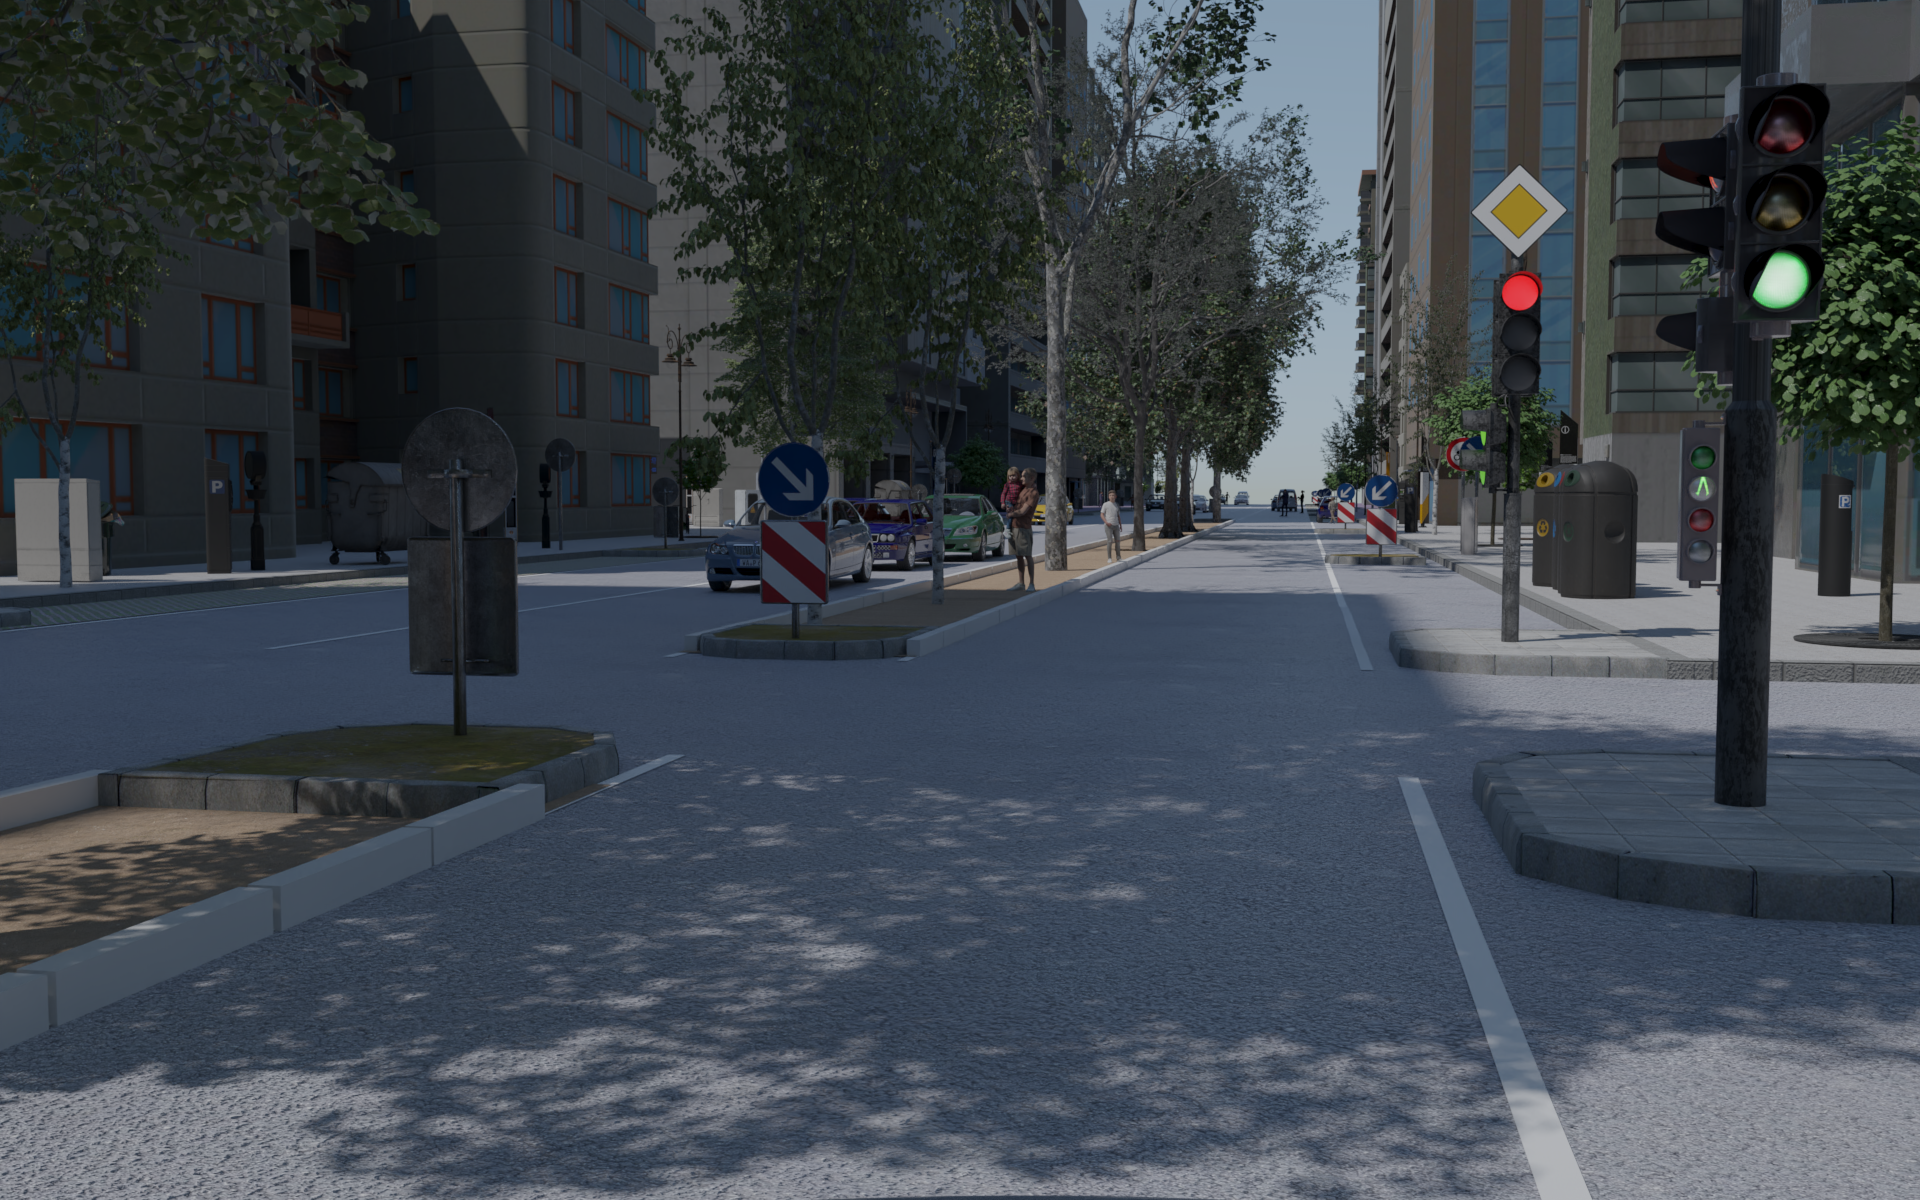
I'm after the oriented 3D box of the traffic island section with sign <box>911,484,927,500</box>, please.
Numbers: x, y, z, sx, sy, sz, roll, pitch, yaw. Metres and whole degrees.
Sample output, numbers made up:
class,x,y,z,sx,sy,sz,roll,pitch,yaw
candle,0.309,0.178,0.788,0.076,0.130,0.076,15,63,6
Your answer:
class,x,y,z,sx,sy,sz,roll,pitch,yaw
traffic island section with sign,-1.645,-3.578,67.126,1.989,1.847,2.006,1,4,11

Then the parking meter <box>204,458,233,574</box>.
class,x,y,z,sx,sy,sz,roll,pitch,yaw
parking meter,-11.922,-1.356,27.886,0.399,1.863,0.255,-1,4,-17

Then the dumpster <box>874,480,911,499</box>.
class,x,y,z,sx,sy,sz,roll,pitch,yaw
dumpster,-2.833,-4.064,72.199,1.264,1.857,1.865,1,4,11

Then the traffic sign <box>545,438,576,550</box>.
class,x,y,z,sx,sy,sz,roll,pitch,yaw
traffic sign,-9.117,-2.408,39.485,0.768,2.556,0.104,1,4,14

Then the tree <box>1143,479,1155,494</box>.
class,x,y,z,sx,sy,sz,roll,pitch,yaw
tree,19.269,-11.618,184.562,1.663,3.219,1.824,0,3,0

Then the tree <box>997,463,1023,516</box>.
class,x,y,z,sx,sy,sz,roll,pitch,yaw
tree,2.788,-6.664,103.552,1.663,3.219,1.824,0,3,0

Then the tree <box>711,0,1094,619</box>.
class,x,y,z,sx,sy,sz,roll,pitch,yaw
tree,-0.278,-4.255,22.391,4.737,8.622,4.395,0,3,0

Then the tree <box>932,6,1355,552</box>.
class,x,y,z,sx,sy,sz,roll,pitch,yaw
tree,4.468,-7.965,43.062,12.009,13.543,11.850,0,3,0

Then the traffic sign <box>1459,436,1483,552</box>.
class,x,y,z,sx,sy,sz,roll,pitch,yaw
traffic sign,11.384,-2.327,38.159,0.768,2.556,0.104,1,4,20

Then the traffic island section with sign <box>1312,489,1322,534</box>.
class,x,y,z,sx,sy,sz,roll,pitch,yaw
traffic island section with sign,13.980,-3.345,63.324,1.989,1.847,2.006,1,4,11

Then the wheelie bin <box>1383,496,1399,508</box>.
class,x,y,z,sx,sy,sz,roll,pitch,yaw
wheelie bin,19.624,-4.384,79.591,0.980,1.594,0.693,0,4,4

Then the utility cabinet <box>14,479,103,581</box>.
class,x,y,z,sx,sy,sz,roll,pitch,yaw
utility cabinet,-13.146,-1.015,25.279,1.173,1.500,0.318,1,4,10

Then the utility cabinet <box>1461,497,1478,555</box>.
class,x,y,z,sx,sy,sz,roll,pitch,yaw
utility cabinet,10.877,-1.581,37.014,0.306,1.237,1.020,1,4,19

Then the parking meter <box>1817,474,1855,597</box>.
class,x,y,z,sx,sy,sz,roll,pitch,yaw
parking meter,10.993,-0.815,21.739,0.372,1.533,0.369,0,3,0

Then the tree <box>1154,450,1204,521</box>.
class,x,y,z,sx,sy,sz,roll,pitch,yaw
tree,10.052,-7.481,75.135,4.737,8.622,4.395,0,3,0

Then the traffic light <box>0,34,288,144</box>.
class,x,y,z,sx,sy,sz,roll,pitch,yaw
traffic light,-9.178,-2.631,17.690,4.771,5.953,1.251,1,4,11

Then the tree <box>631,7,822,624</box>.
class,x,y,z,sx,sy,sz,roll,pitch,yaw
tree,-1.434,-3.933,17.124,4.737,8.622,4.395,0,3,0

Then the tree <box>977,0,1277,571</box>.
class,x,y,z,sx,sy,sz,roll,pitch,yaw
tree,2.816,-10.533,30.559,12.611,20.169,13.585,0,3,0

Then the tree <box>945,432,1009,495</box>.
class,x,y,z,sx,sy,sz,roll,pitch,yaw
tree,1.016,-6.529,90.461,4.285,4.588,4.351,0,3,0

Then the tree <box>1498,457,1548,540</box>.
class,x,y,z,sx,sy,sz,roll,pitch,yaw
tree,15.629,-3.290,48.399,1.663,3.219,1.824,0,3,0

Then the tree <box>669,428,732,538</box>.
class,x,y,z,sx,sy,sz,roll,pitch,yaw
tree,-7.664,-3.440,50.851,1.663,3.219,1.824,0,3,0

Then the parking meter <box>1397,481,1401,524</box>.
class,x,y,z,sx,sy,sz,roll,pitch,yaw
parking meter,18.762,-4.138,73.370,0.255,1.863,0.399,2,4,24

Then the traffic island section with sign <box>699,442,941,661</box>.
class,x,y,z,sx,sy,sz,roll,pitch,yaw
traffic island section with sign,-1.341,-0.475,15.901,2.006,1.907,1.989,1,4,11

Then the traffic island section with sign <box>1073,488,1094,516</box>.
class,x,y,z,sx,sy,sz,roll,pitch,yaw
traffic island section with sign,7.920,-6.552,115.755,1.989,1.847,2.006,1,4,11

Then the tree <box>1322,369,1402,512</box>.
class,x,y,z,sx,sy,sz,roll,pitch,yaw
tree,23.860,-9.206,100.876,4.737,8.622,4.395,0,3,0

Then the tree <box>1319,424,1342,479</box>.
class,x,y,z,sx,sy,sz,roll,pitch,yaw
tree,38.427,-13.728,174.812,4.360,8.622,3.978,0,3,0

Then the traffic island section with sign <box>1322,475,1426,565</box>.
class,x,y,z,sx,sy,sz,roll,pitch,yaw
traffic island section with sign,8.605,-1.673,35.978,1.989,1.847,2.006,1,4,11

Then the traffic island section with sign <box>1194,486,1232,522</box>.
class,x,y,z,sx,sy,sz,roll,pitch,yaw
traffic island section with sign,13.168,-4.984,89.631,2.006,1.907,1.989,1,4,11

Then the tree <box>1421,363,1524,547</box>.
class,x,y,z,sx,sy,sz,roll,pitch,yaw
tree,13.040,-3.598,42.534,4.285,4.588,4.351,0,3,0

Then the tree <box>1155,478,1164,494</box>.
class,x,y,z,sx,sy,sz,roll,pitch,yaw
tree,24.145,-13.247,211.186,1.663,3.219,1.824,0,3,0

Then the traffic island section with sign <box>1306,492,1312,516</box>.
class,x,y,z,sx,sy,sz,roll,pitch,yaw
traffic island section with sign,23.762,-6.381,112.956,1.989,1.847,2.006,1,4,11

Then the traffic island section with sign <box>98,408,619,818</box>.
class,x,y,z,sx,sy,sz,roll,pitch,yaw
traffic island section with sign,-2.781,-0.030,8.635,2.006,1.907,1.989,1,4,11

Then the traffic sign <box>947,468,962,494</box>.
class,x,y,z,sx,sy,sz,roll,pitch,yaw
traffic sign,-0.297,-5.225,85.540,0.768,2.556,0.104,1,4,12

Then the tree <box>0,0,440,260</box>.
class,x,y,z,sx,sy,sz,roll,pitch,yaw
tree,-3.311,-5.132,4.495,7.486,12.596,7.792,0,3,0

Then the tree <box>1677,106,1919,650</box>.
class,x,y,z,sx,sy,sz,roll,pitch,yaw
tree,8.022,-1.897,14.722,4.285,4.588,4.351,0,3,0

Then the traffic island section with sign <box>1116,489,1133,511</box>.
class,x,y,z,sx,sy,sz,roll,pitch,yaw
traffic island section with sign,13.199,-8.189,142.525,1.989,1.847,2.006,1,4,11

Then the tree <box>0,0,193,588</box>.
class,x,y,z,sx,sy,sz,roll,pitch,yaw
tree,-12.415,-4.488,23.746,4.737,8.622,4.395,0,3,0

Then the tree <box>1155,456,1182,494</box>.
class,x,y,z,sx,sy,sz,roll,pitch,yaw
tree,27.267,-16.989,228.130,4.360,8.622,3.978,0,3,0

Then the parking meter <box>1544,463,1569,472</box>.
class,x,y,z,sx,sy,sz,roll,pitch,yaw
parking meter,11.178,-1.637,32.474,0.399,1.863,0.255,3,4,38

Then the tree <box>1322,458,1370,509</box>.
class,x,y,z,sx,sy,sz,roll,pitch,yaw
tree,34.763,-10.367,153.216,4.285,4.588,4.351,0,3,0

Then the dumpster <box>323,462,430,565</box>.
class,x,y,z,sx,sy,sz,roll,pitch,yaw
dumpster,-10.719,-1.600,31.922,1.264,1.857,1.865,1,4,11

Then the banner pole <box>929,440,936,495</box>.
class,x,y,z,sx,sy,sz,roll,pitch,yaw
banner pole,-1.198,-5.507,80.061,0.863,3.779,0.401,3,5,42

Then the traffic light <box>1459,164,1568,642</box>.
class,x,y,z,sx,sy,sz,roll,pitch,yaw
traffic light,4.760,-1.591,14.935,0.839,4.253,0.868,1,4,11

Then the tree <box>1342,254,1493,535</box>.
class,x,y,z,sx,sy,sz,roll,pitch,yaw
tree,15.050,-6.352,54.210,4.360,8.622,3.978,0,3,0

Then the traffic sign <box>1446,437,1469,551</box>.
class,x,y,z,sx,sy,sz,roll,pitch,yaw
traffic sign,11.239,-2.360,38.699,0.768,2.556,0.104,1,4,20

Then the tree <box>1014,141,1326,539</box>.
class,x,y,z,sx,sy,sz,roll,pitch,yaw
tree,6.806,-8.321,55.508,9.611,12.733,9.660,0,3,0

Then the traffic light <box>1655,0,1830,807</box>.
class,x,y,z,sx,sy,sz,roll,pitch,yaw
traffic light,1.148,-2.000,7.363,4.771,5.953,1.251,1,4,11

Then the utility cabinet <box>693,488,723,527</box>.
class,x,y,z,sx,sy,sz,roll,pitch,yaw
utility cabinet,-9.813,-3.594,67.446,1.173,1.500,0.318,2,4,24

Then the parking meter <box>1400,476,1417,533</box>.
class,x,y,z,sx,sy,sz,roll,pitch,yaw
parking meter,14.989,-3.177,57.662,0.399,1.863,0.255,2,4,26

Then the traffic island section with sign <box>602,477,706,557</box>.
class,x,y,z,sx,sy,sz,roll,pitch,yaw
traffic island section with sign,-6.975,-1.923,40.062,1.989,1.847,2.006,1,4,11

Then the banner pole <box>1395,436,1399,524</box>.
class,x,y,z,sx,sy,sz,roll,pitch,yaw
banner pole,18.850,-5.177,74.655,0.401,3.779,0.863,1,4,21

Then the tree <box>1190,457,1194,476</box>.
class,x,y,z,sx,sy,sz,roll,pitch,yaw
tree,30.667,-17.880,242.694,4.360,8.622,3.978,0,3,0

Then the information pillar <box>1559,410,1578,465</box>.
class,x,y,z,sx,sy,sz,roll,pitch,yaw
information pillar,16.833,-3.463,47.976,0.504,3.616,0.183,2,4,27
